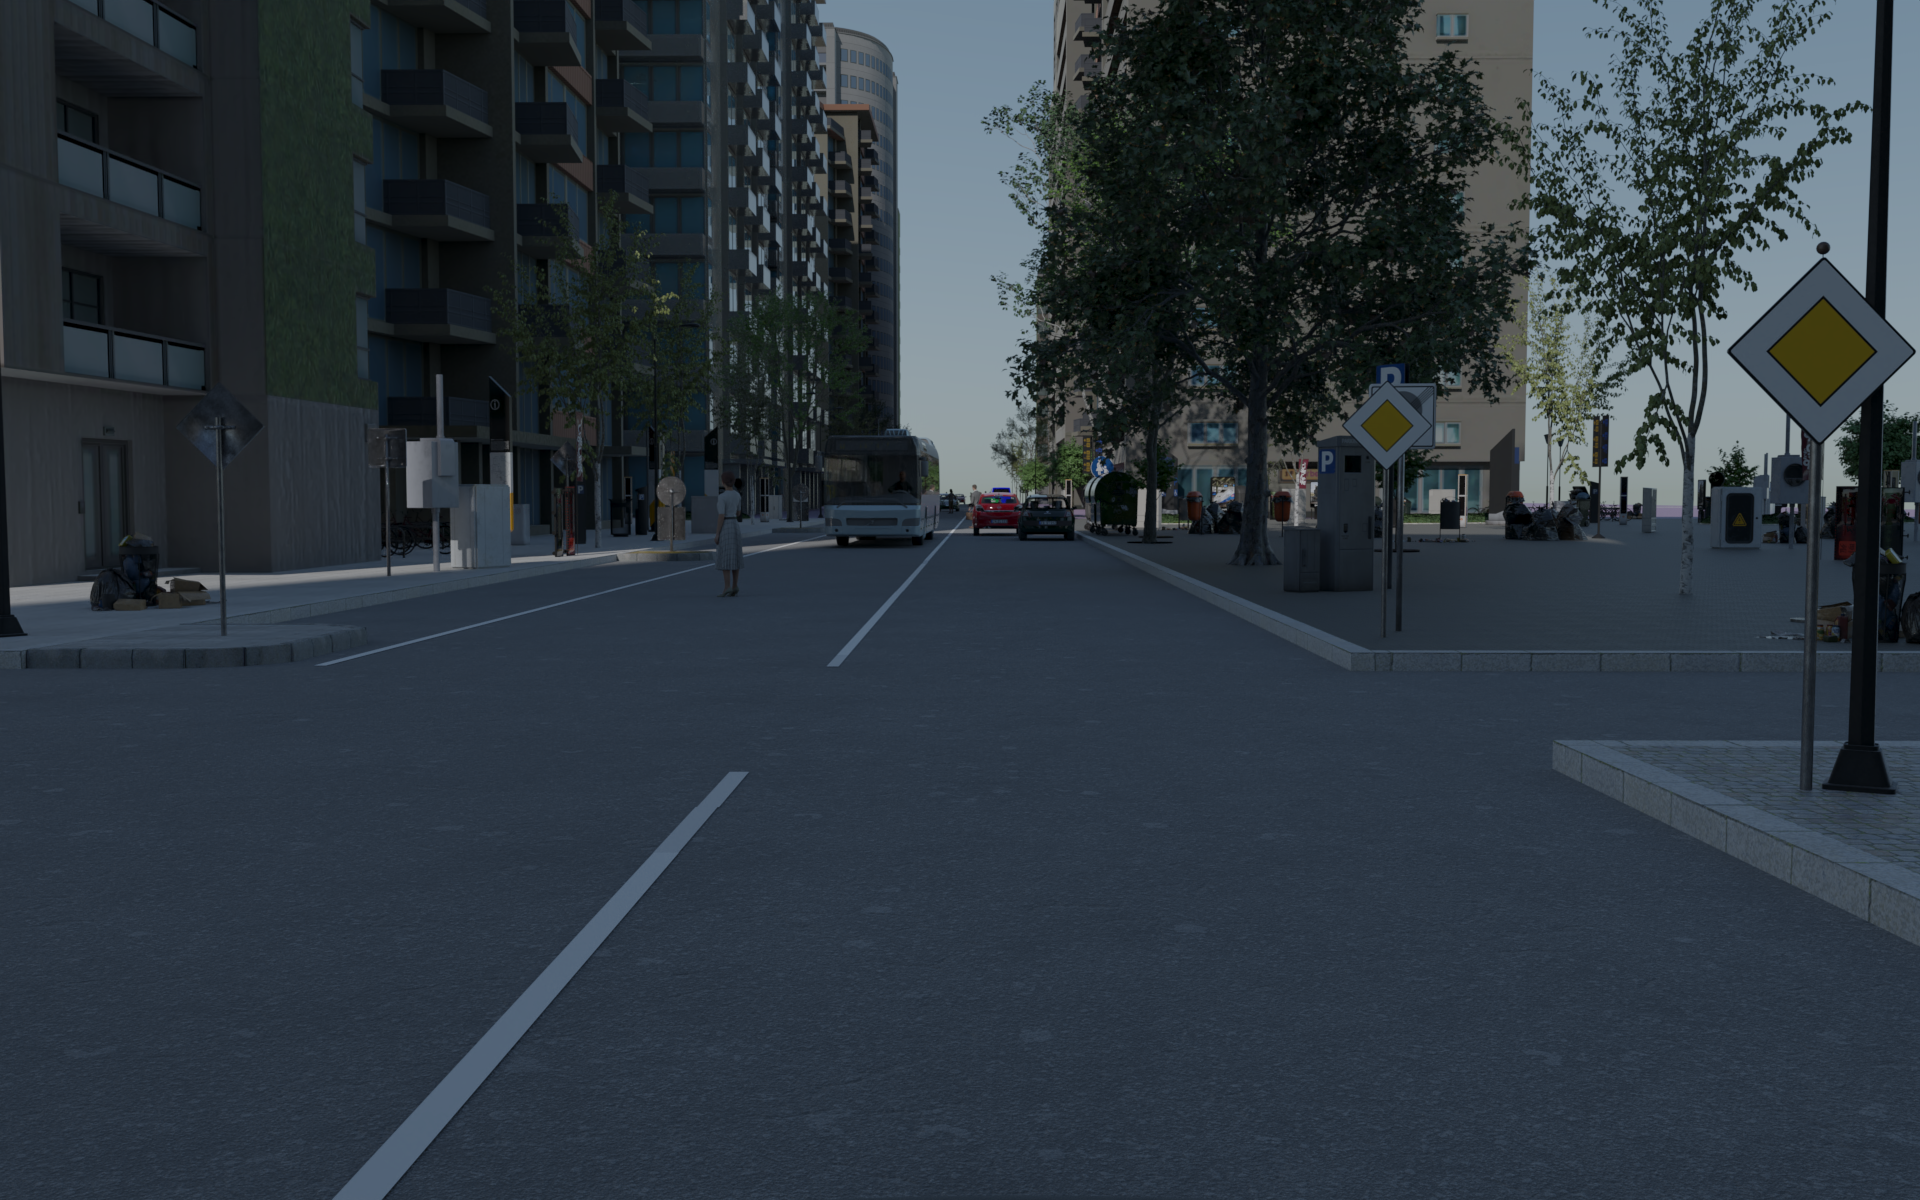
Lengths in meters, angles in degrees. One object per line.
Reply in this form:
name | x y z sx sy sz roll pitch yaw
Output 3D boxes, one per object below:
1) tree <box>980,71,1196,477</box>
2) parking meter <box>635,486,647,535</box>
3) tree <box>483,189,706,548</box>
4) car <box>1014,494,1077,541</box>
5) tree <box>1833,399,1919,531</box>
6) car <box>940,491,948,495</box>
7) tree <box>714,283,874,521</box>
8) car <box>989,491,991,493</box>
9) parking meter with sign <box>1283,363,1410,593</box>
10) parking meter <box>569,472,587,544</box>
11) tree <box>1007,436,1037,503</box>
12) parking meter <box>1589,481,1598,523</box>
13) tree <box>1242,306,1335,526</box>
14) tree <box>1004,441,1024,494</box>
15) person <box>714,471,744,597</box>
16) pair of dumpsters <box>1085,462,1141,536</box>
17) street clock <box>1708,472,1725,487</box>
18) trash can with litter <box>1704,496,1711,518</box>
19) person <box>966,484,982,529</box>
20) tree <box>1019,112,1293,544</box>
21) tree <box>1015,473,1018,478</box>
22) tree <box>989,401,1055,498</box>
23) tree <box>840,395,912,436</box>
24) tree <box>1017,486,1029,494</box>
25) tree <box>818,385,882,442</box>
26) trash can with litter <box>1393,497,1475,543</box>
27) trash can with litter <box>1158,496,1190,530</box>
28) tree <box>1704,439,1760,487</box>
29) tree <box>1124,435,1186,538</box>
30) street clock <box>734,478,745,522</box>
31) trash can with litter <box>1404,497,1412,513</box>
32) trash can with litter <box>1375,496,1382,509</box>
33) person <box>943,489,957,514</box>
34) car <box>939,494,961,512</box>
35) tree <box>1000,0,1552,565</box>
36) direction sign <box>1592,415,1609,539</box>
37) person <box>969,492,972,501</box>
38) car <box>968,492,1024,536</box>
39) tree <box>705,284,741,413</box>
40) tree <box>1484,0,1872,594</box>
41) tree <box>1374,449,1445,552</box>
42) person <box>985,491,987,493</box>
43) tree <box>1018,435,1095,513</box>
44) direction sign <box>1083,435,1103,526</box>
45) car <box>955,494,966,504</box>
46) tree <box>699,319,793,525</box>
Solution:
tree | 7.126 -13.444 75.701 12.611 20.169 13.585 0 3 0
parking meter | -9.963 -2.794 54.095 0.372 1.533 0.369 0 3 0
tree | -8.885 -5.550 41.111 4.737 8.622 4.395 0 3 0
car | 2.699 -2.735 54.498 2.009 1.686 4.222 0 4 1
tree | 31.887 -4.659 59.892 4.285 4.588 4.351 0 3 0
car | -1.534 -9.383 163.003 1.945 1.707 3.694 0 4 3
tree | -8.187 -9.697 84.300 9.928 11.665 9.643 0 3 0
car | 4.507 -13.282 225.835 2.281 1.827 5.304 0 4 1
parking meter with sign | 5.093 -1.632 22.947 1.738 3.016 0.543 -2 4 -29
parking meter | -9.806 -2.369 44.451 0.255 1.863 0.399 3 5 39
tree | 7.229 -15.554 204.663 4.737 8.622 4.395 0 3 0
parking meter | 28.178 -4.355 76.913 0.399 1.863 0.255 0 4 5
tree | 12.402 -6.939 63.813 4.360 8.622 3.978 0 3 0
tree | 7.763 -17.736 240.345 4.360 8.622 3.978 0 3 0
person | -3.283 -0.925 24.190 0.524 1.755 0.480 2 4 33
pair of dumpsters | 4.882 -3.218 55.115 1.574 2.255 4.437 0 4 1
street clock | 24.355 -3.132 55.780 0.471 2.002 0.358 2 4 32
trash can with litter | 39.030 -4.805 89.955 1.055 1.170 0.624 -2 4 -31
person | 0.690 -3.847 71.366 0.822 1.834 0.622 3 4 37
tree | 5.043 -7.267 44.566 9.928 11.665 9.643 0 3 0
tree | 6.538 -10.255 151.381 4.285 4.588 4.351 0 3 0
tree | 6.585 -14.651 173.951 8.767 10.594 7.601 2 4 27
tree | -7.588 -13.905 161.754 8.767 10.594 7.601 -1 4 -10
tree | 8.205 -13.498 215.287 1.663 3.219 1.824 0 3 0
tree | -7.250 -9.773 110.154 4.360 8.622 3.978 0 3 0
trash can with litter | 12.716 -2.161 46.394 2.233 1.210 1.678 1 4 11
trash can with litter | 7.653 -3.105 61.829 2.233 1.210 1.678 -3 5 -42
tree | 27.593 -4.089 61.451 1.663 3.219 1.824 0 3 0
tree | 5.741 -3.441 50.864 1.663 3.219 1.824 0 3 0
street clock | -9.994 -4.521 78.481 0.471 2.002 0.358 2 4 26
trash can with litter | 23.222 -4.761 89.234 1.055 1.170 0.624 1 4 10
trash can with litter | 21.649 -4.779 89.523 0.624 1.170 1.055 0 4 -7
person | -0.689 -7.279 127.508 1.348 1.824 0.705 -3 5 -45
car | -0.982 -8.044 143.311 2.131 1.459 4.920 0 4 2
tree | 5.491 -6.986 31.222 9.611 12.733 9.660 0 3 0
direction sign | 18.484 -3.549 50.031 0.379 3.537 0.876 0 4 -8
person | 1.312 -11.778 202.533 0.415 1.643 0.593 0 4 2
car | 1.344 -3.168 60.834 2.155 1.783 4.494 0 4 0
tree | -8.872 -6.279 53.028 4.737 8.622 4.395 0 3 0
tree | 9.116 -4.388 22.106 4.737 8.622 4.395 0 3 0
tree | 9.654 -2.689 38.570 1.663 3.219 1.824 0 3 0
person | 3.261 -13.061 222.055 0.705 1.823 1.348 1 4 11
tree | 6.302 -6.849 95.701 4.285 4.588 4.351 0 3 0
direction sign | 5.116 -4.578 66.852 0.876 3.537 0.379 -2 4 -27
car | -0.113 -14.596 247.683 2.155 1.783 4.494 0 4 1
tree | -8.730 -7.454 72.239 4.360 8.622 3.978 0 3 0
